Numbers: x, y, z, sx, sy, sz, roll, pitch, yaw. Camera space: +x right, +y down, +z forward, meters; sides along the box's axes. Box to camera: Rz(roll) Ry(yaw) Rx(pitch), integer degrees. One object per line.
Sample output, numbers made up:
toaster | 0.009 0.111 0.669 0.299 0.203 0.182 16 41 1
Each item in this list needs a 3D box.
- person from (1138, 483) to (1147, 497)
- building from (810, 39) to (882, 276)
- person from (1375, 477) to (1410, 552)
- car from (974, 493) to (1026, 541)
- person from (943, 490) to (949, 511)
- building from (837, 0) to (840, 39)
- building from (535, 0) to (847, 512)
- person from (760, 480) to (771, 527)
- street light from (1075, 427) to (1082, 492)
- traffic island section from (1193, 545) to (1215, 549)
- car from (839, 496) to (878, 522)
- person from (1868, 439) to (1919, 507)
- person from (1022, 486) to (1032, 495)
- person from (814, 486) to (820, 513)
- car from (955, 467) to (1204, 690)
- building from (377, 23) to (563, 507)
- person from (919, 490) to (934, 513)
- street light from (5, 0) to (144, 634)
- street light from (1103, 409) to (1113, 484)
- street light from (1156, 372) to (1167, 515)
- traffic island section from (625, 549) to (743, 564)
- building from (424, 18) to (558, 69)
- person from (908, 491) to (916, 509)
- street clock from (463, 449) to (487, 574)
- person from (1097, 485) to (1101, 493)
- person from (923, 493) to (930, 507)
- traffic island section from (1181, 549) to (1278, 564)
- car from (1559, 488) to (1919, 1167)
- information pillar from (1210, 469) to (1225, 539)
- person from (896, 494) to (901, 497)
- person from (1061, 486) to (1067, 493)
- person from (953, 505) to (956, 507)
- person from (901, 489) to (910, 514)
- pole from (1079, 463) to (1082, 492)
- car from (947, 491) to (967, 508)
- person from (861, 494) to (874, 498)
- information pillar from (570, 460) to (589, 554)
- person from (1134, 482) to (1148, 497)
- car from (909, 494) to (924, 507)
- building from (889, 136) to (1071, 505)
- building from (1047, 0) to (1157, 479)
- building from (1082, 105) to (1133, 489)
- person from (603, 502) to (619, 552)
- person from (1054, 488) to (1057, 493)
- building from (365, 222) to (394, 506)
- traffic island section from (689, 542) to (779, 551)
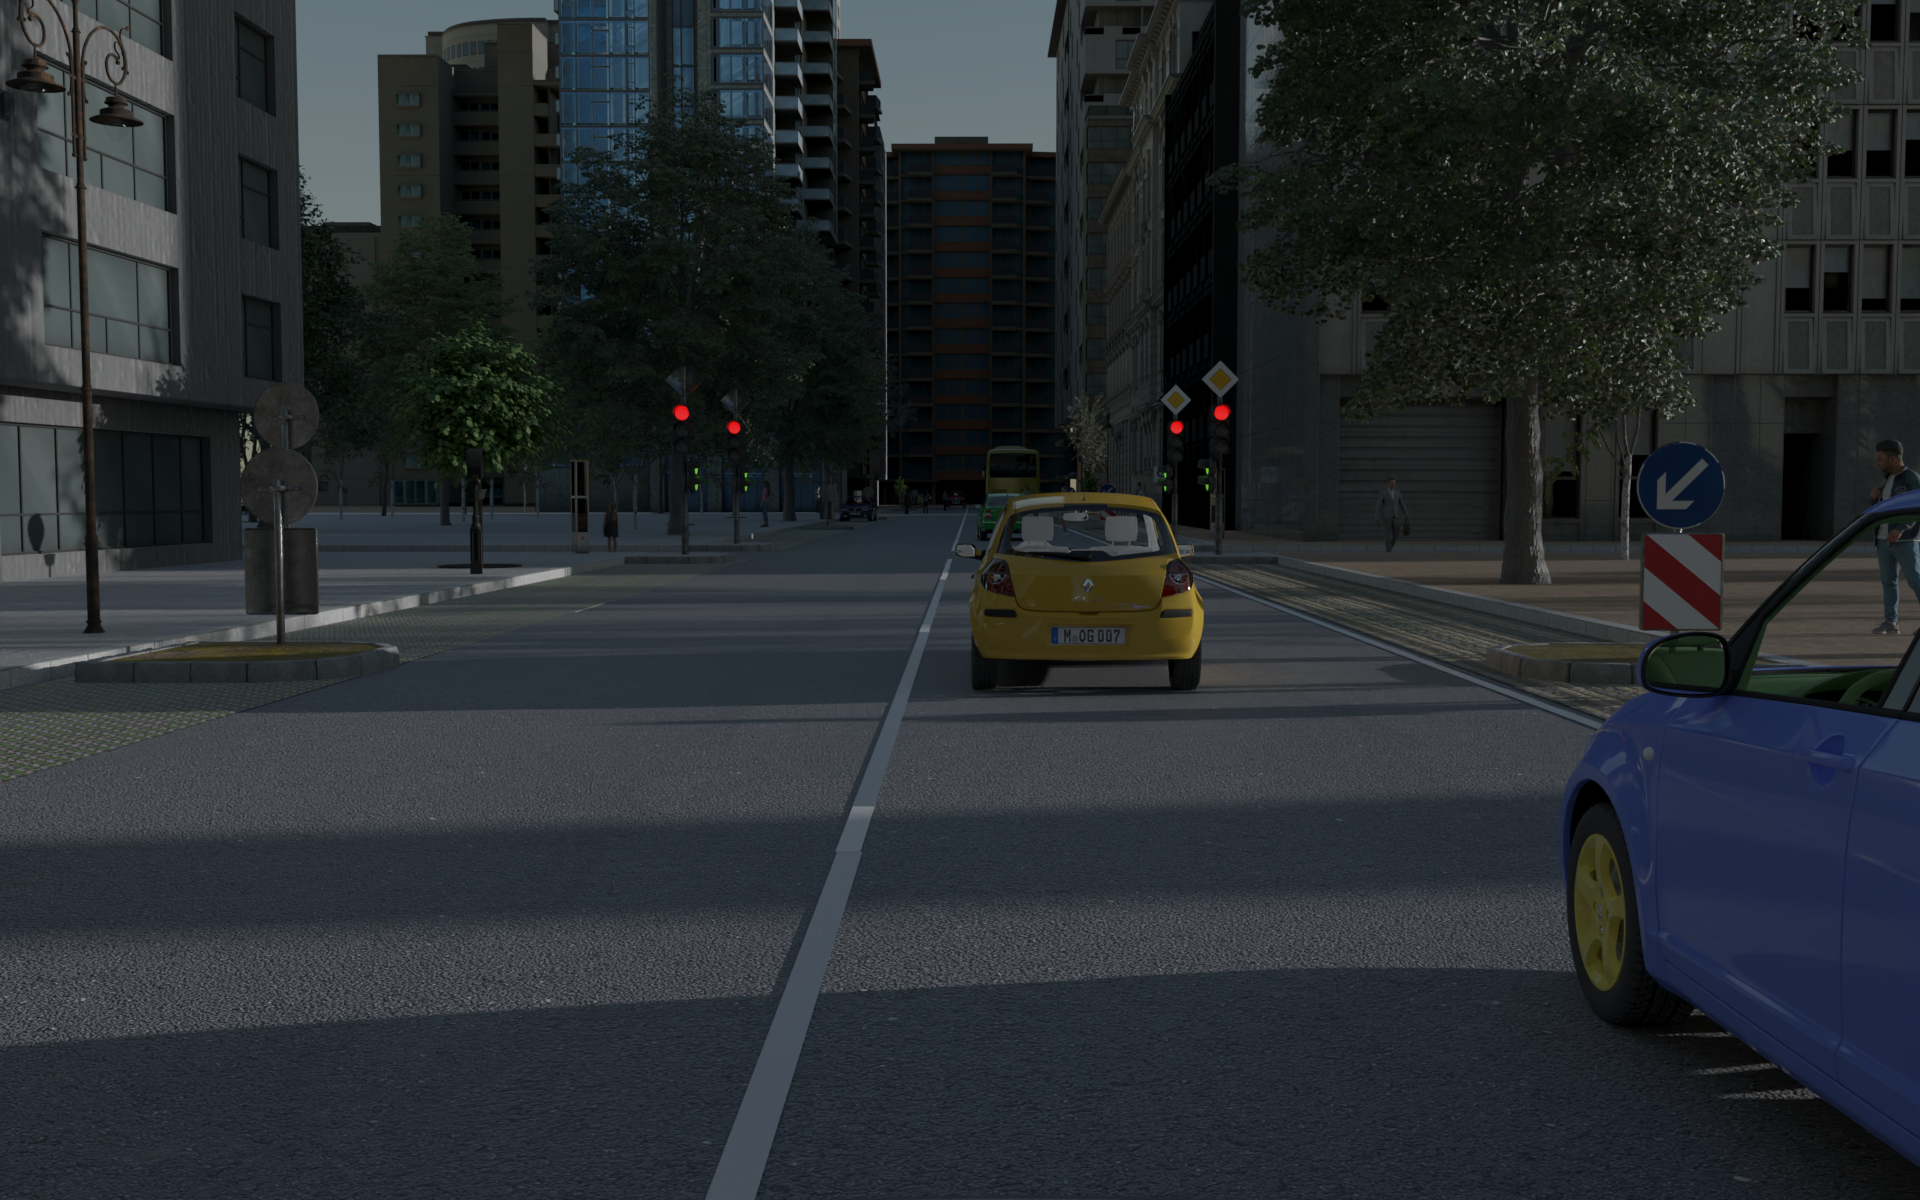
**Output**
person | 7.741 -4.160 74.726 0.598 1.740 0.731 2 4 34
building | -18.802 -31.219 165.056 22.147 44.769 28.867 0 4 0
person | 9.760 -1.866 39.131 0.709 1.813 0.853 -1 4 -16
car | 1.451 -2.809 54.722 1.959 1.807 4.718 0 4 -1
person | -1.239 -8.601 149.106 0.705 1.826 1.348 1 4 19
building | -25.641 -47.387 213.027 20.611 71.187 20.563 0 4 0
building | -19.679 -50.224 133.826 22.319 86.520 31.000 0 4 0
person | -7.536 -3.743 67.249 0.388 1.821 0.555 1 4 16
street light | 8.094 -8.961 119.306 0.468 5.910 1.993 0 4 0
traffic island section | 5.553 -1.368 44.642 2.009 0.180 2.903 0 4 0
car | -5.303 -4.775 90.643 1.945 1.354 3.894 0 4 2
person | 8.593 -0.579 15.861 0.721 1.781 0.623 -1 4 -18
person | 3.065 -4.300 78.897 0.635 1.810 0.391 -2 4 -29
person | -9.624 -6.795 117.322 0.473 1.802 0.592 0 4 -5
car | 0.951 -0.237 14.102 2.015 1.641 3.980 0 4 1
building | -47.466 -34.271 184.038 21.600 48.544 21.300 0 4 0
person | -2.513 -7.255 127.833 1.217 1.735 0.721 1 4 13
street light | -8.006 -2.633 15.836 0.468 5.910 1.993 0 4 0
street light | 7.910 -7.328 92.608 0.468 5.910 1.993 0 4 0
street light | 7.698 -5.673 65.543 0.468 5.910 1.993 0 4 0
traffic island section | -5.848 -0.885 36.747 2.009 0.180 2.903 0 4 0
building | -50.050 -41.083 213.711 28.212 58.520 21.231 0 4 0
person | -4.470 -8.787 152.883 1.217 1.735 0.721 -1 4 -10
street clock | -7.751 -1.415 27.705 0.358 2.002 0.471 -1 4 -13
person | 8.352 -5.831 101.648 0.793 1.790 0.793 0 4 -2
person | -3.812 -11.411 195.212 1.348 1.807 0.705 3 5 40
traffic island section | 5.493 -0.879 36.657 2.009 0.180 2.903 0 4 0
car | 2.517 0.368 3.568 1.945 1.707 3.694 0 4 2
information pillar | 7.425 -2.779 49.923 0.304 2.012 0.304 -3 5 -44
person | -6.861 -11.570 195.734 0.750 1.759 0.617 -3 5 -40
person | 3.604 -3.086 59.952 0.522 1.701 0.512 -3 5 -42
person | -0.620 -11.364 194.387 1.350 1.814 0.705 0 4 -4
person | -3.802 -6.941 122.008 0.705 1.821 1.348 2 4 25
pole | 7.855 -7.280 112.879 0.158 3.312 0.155 0 3 0
car | -0.393 -10.859 186.209 2.281 1.827 5.304 0 4 1
person | -7.472 -8.057 138.592 1.217 1.723 0.721 0 4 6
information pillar | -8.216 -2.016 37.448 0.304 2.012 0.304 -2 4 -32
person | 8.020 -4.336 77.035 0.635 1.810 0.391 -2 4 -27
car | -4.622 -10.600 183.541 2.015 1.641 3.980 0 4 -1
building | -0.495 -34.274 215.012 28.867 44.769 22.147 0 4 0
building | 23.950 -36.128 179.930 28.713 52.752 27.495 0 4 0
building | 16.241 -22.043 132.100 14.160 30.474 14.107 0 4 0
person | -8.235 -1.692 40.840 0.362 1.253 0.373 -1 4 -20
person | 8.567 -9.092 154.777 0.705 1.814 1.350 0 4 2
building | -65.296 -25.455 187.886 14.107 30.474 14.160 0 4 0
traffic island section | -5.788 -1.373 44.732 2.009 0.180 2.903 0 4 0
